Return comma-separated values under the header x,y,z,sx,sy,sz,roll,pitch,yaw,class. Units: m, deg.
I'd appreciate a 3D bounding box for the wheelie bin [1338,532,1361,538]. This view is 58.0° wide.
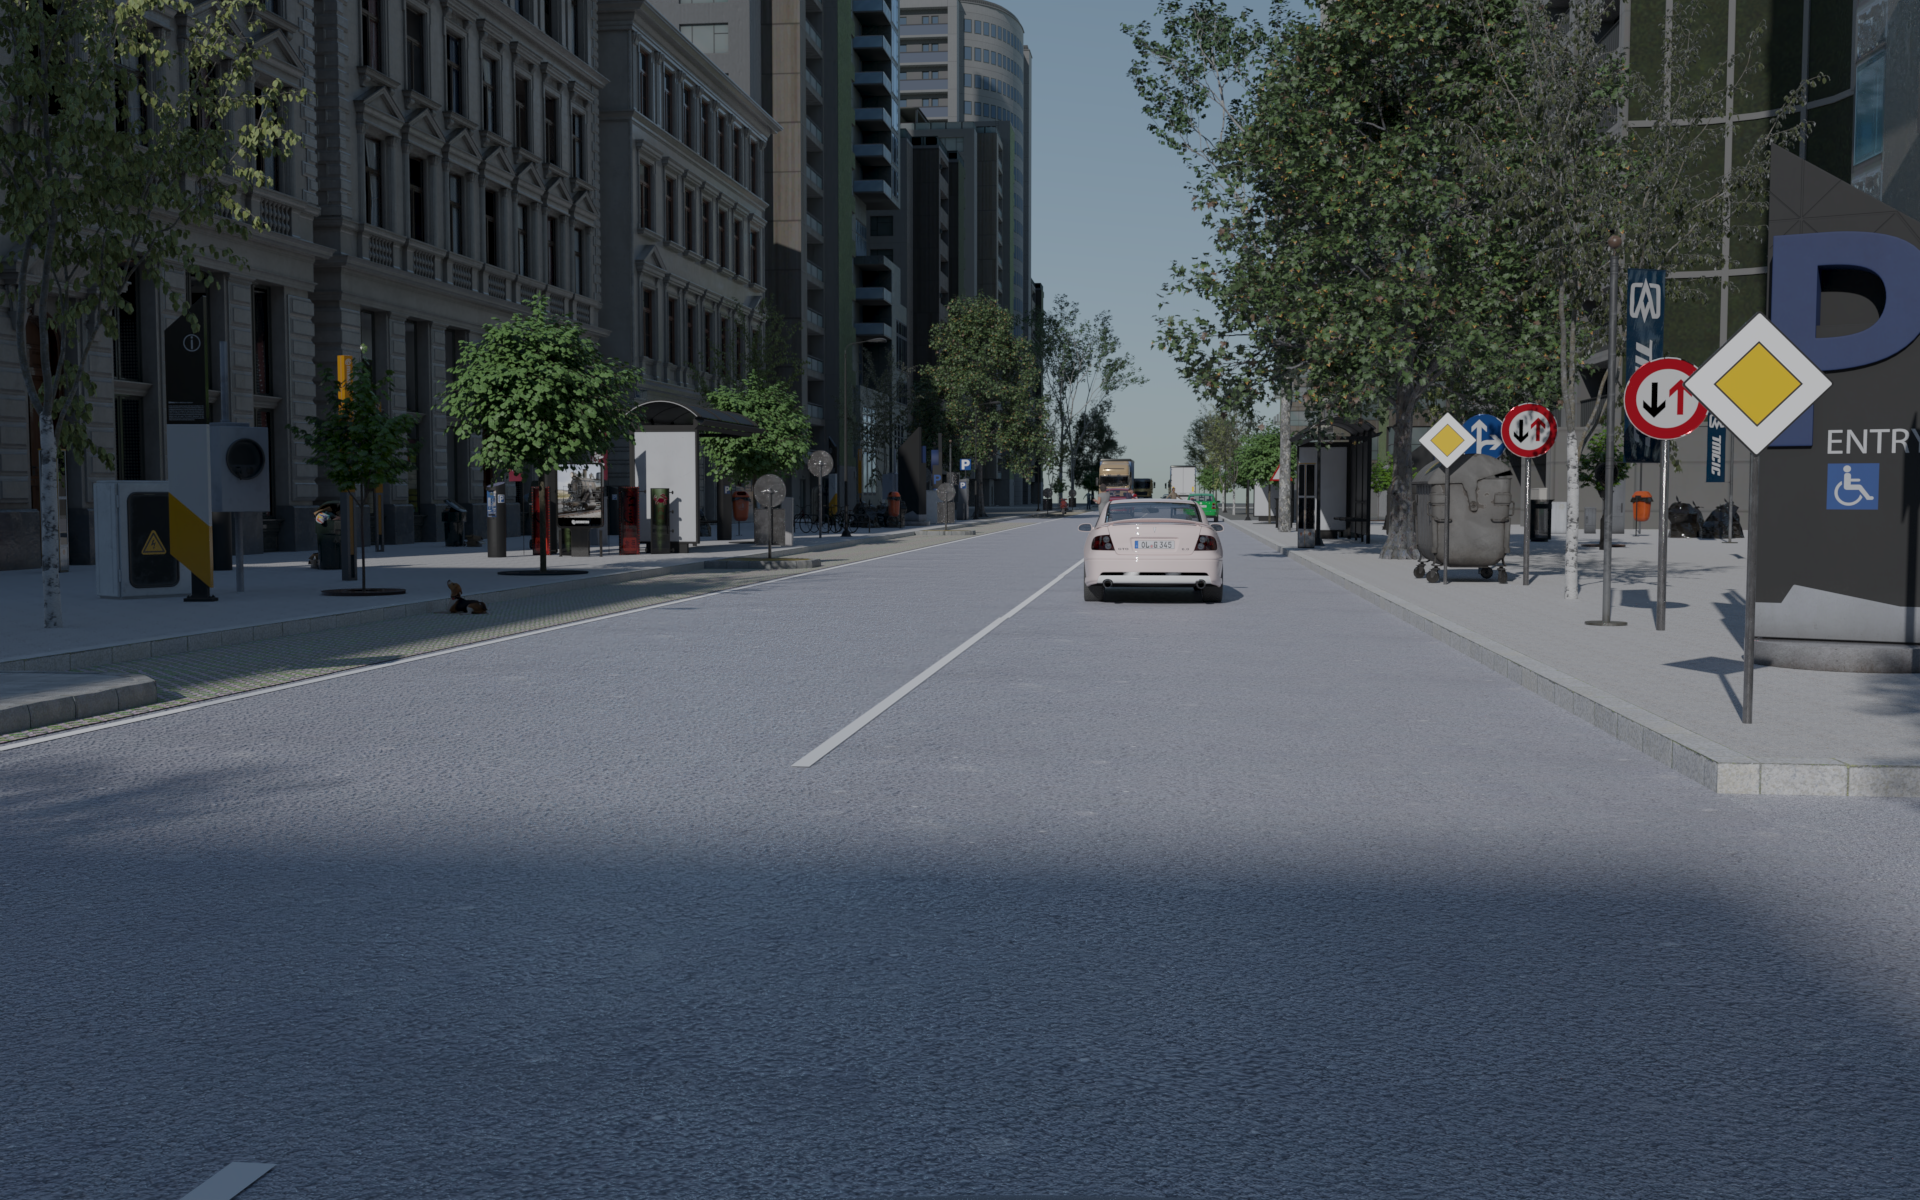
x,y,z,sx,sy,sz,roll,pitch,yaw,class
11.442,-2.620,50.749,0.693,1.594,0.980,-2,4,-26,wheelie bin

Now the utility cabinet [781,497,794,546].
x,y,z,sx,sy,sz,roll,pitch,yaw,class
-4.269,-1.938,42.852,0.306,1.237,1.020,0,4,-4,utility cabinet

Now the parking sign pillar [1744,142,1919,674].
x,y,z,sx,sy,sz,roll,pitch,yaw,class
6.713,-1.498,12.965,1.447,3.967,1.447,2,4,32,parking sign pillar

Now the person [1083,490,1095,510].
x,y,z,sx,sy,sz,roll,pitch,yaw,class
11.827,-9.196,158.936,1.350,1.814,0.705,3,4,37,person

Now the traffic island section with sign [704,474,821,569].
x,y,z,sx,sy,sz,roll,pitch,yaw,class
-3.780,-1.539,33.788,1.989,1.847,2.006,0,4,7,traffic island section with sign

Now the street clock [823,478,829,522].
x,y,z,sx,sy,sz,roll,pitch,yaw,class
-5.988,-4.472,77.689,0.358,2.002,0.471,-1,4,-19,street clock

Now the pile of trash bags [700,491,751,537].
x,y,z,sx,sy,sz,roll,pitch,yaw,class
-8.079,-2.632,52.785,3.447,1.369,1.912,-1,4,-19,pile of trash bags

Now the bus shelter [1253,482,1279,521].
x,y,z,sx,sy,sz,roll,pitch,yaw,class
14.361,-5.225,79.345,2.014,3.302,5.546,0,4,7,bus shelter

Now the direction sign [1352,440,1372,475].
x,y,z,sx,sy,sz,roll,pitch,yaw,class
16.323,-4.808,70.600,0.876,3.537,0.379,1,4,18,direction sign

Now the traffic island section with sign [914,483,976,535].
x,y,z,sx,sy,sz,roll,pitch,yaw,class
-0.483,-3.175,60.542,1.989,1.847,2.006,0,4,7,traffic island section with sign

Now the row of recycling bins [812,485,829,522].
x,y,z,sx,sy,sz,roll,pitch,yaw,class
-6.453,-4.525,81.104,1.069,1.692,3.534,0,4,-5,row of recycling bins

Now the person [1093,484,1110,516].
x,y,z,sx,sy,sz,roll,pitch,yaw,class
4.882,-3.052,58.760,0.716,1.782,0.532,-2,4,-35,person

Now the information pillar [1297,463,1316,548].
x,y,z,sx,sy,sz,roll,pitch,yaw,class
8.207,-2.234,41.010,0.304,2.012,0.304,-2,4,-23,information pillar

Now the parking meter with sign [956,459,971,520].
x,y,z,sx,sy,sz,roll,pitch,yaw,class
0.155,-5.453,85.417,0.543,3.016,1.738,1,4,9,parking meter with sign

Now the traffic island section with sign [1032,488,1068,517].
x,y,z,sx,sy,sz,roll,pitch,yaw,class
5.621,-6.200,109.999,1.989,1.847,2.006,0,4,7,traffic island section with sign

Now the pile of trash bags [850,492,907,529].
x,y,z,sx,sy,sz,roll,pitch,yaw,class
-2.920,-3.423,65.726,1.912,1.369,3.447,-1,4,-20,pile of trash bags

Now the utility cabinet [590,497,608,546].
x,y,z,sx,sy,sz,roll,pitch,yaw,class
-9.166,-1.983,43.588,0.306,1.237,1.020,-2,4,-29,utility cabinet

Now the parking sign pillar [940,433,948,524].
x,y,z,sx,sy,sz,roll,pitch,yaw,class
-1.001,-5.347,75.887,1.447,3.967,1.447,0,4,-1,parking sign pillar

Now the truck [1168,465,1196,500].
x,y,z,sx,sy,sz,roll,pitch,yaw,class
22.348,-11.326,174.097,2.839,4.237,11.283,0,4,7,truck

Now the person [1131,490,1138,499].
x,y,z,sx,sy,sz,roll,pitch,yaw,class
11.112,-6.292,112.305,0.756,1.711,0.436,2,4,25,person

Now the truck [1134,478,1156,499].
x,y,z,sx,sy,sz,roll,pitch,yaw,class
22.422,-13.308,213.501,3.469,3.379,9.791,0,4,7,truck

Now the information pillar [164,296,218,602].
x,y,z,sx,sy,sz,roll,pitch,yaw,class
-9.150,-1.788,20.582,0.504,3.616,0.183,0,4,-1,information pillar

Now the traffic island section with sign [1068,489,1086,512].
x,y,z,sx,sy,sz,roll,pitch,yaw,class
8.967,-7.859,137.119,1.989,1.847,2.006,0,4,7,traffic island section with sign

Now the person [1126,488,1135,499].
x,y,z,sx,sy,sz,roll,pitch,yaw,class
9.498,-5.325,96.016,0.568,1.767,0.683,1,4,21,person

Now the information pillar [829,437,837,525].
x,y,z,sx,sy,sz,roll,pitch,yaw,class
-5.200,-4.856,70.756,0.183,3.616,0.504,-3,4,-39,information pillar

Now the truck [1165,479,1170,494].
x,y,z,sx,sy,sz,roll,pitch,yaw,class
28.698,-14.165,227.521,3.469,3.379,9.791,0,4,6,truck

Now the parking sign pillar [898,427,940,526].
x,y,z,sx,sy,sz,roll,pitch,yaw,class
-1.942,-4.997,70.173,1.447,3.967,1.447,-3,5,-42,parking sign pillar

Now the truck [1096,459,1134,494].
x,y,z,sx,sy,sz,roll,pitch,yaw,class
12.611,-9.205,139.407,2.839,4.237,11.283,0,4,8,truck

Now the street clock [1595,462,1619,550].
x,y,z,sx,sy,sz,roll,pitch,yaw,class
14.775,-2.144,39.625,0.471,2.002,0.358,0,4,-6,street clock

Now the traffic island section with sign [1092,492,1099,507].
x,y,z,sx,sy,sz,roll,pitch,yaw,class
15.692,-11.196,191.677,1.989,1.847,2.006,0,4,7,traffic island section with sign

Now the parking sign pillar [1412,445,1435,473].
x,y,z,sx,sy,sz,roll,pitch,yaw,class
21.679,-5.685,81.422,1.447,3.967,1.447,3,5,40,parking sign pillar

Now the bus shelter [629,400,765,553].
x,y,z,sx,sy,sz,roll,pitch,yaw,class
-6.106,-2.814,39.938,2.014,3.302,5.546,0,4,7,bus shelter

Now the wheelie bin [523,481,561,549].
x,y,z,sx,sy,sz,roll,pitch,yaw,class
-9.686,-1.986,40.383,0.980,1.594,0.693,0,4,3,wheelie bin

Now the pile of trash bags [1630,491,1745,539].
x,y,z,sx,sy,sz,roll,pitch,yaw,class
21.412,-2.535,51.206,1.912,1.369,3.447,-3,4,-36,pile of trash bags

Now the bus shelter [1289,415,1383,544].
x,y,z,sx,sy,sz,roll,pitch,yaw,class
10.102,-3.246,47.003,2.014,3.302,5.546,0,4,7,bus shelter

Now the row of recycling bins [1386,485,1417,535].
x,y,z,sx,sy,sz,roll,pitch,yaw,class
14.632,-2.824,53.288,1.069,1.692,3.534,-3,5,-40,row of recycling bins

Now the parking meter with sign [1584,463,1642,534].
x,y,z,sx,sy,sz,roll,pitch,yaw,class
21.073,-3.645,55.855,1.738,3.016,0.543,1,4,15,parking meter with sign

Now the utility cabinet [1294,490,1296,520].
x,y,z,sx,sy,sz,roll,pitch,yaw,class
15.870,-4.570,83.396,1.173,1.500,0.318,-2,4,-27,utility cabinet

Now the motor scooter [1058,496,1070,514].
x,y,z,sx,sy,sz,roll,pitch,yaw,class
7.392,-6.725,122.733,0.815,1.314,1.986,1,4,9,motor scooter

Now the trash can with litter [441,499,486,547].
x,y,z,sx,sy,sz,roll,pitch,yaw,class
-12.079,-1.885,42.204,1.055,1.170,0.624,1,4,10,trash can with litter

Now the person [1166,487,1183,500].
x,y,z,sx,sy,sz,roll,pitch,yaw,class
12.618,-5.729,102.179,1.348,1.823,0.705,-1,4,-21,person

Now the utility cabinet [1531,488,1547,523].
x,y,z,sx,sy,sz,roll,pitch,yaw,class
20.833,-3.289,62.451,0.318,1.500,1.173,0,4,3,utility cabinet

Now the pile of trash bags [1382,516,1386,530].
x,y,z,sx,sy,sz,roll,pitch,yaw,class
16.895,-3.203,62.116,3.447,1.369,1.912,-2,4,-34,pile of trash bags

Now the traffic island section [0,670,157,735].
x,y,z,sx,sy,sz,roll,pitch,yaw,class
-6.583,0.687,11.055,2.009,0.180,2.903,0,4,7,traffic island section

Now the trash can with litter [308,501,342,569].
x,y,z,sx,sy,sz,roll,pitch,yaw,class
-10.872,-1.114,29.600,0.624,1.170,1.055,-3,5,-42,trash can with litter
